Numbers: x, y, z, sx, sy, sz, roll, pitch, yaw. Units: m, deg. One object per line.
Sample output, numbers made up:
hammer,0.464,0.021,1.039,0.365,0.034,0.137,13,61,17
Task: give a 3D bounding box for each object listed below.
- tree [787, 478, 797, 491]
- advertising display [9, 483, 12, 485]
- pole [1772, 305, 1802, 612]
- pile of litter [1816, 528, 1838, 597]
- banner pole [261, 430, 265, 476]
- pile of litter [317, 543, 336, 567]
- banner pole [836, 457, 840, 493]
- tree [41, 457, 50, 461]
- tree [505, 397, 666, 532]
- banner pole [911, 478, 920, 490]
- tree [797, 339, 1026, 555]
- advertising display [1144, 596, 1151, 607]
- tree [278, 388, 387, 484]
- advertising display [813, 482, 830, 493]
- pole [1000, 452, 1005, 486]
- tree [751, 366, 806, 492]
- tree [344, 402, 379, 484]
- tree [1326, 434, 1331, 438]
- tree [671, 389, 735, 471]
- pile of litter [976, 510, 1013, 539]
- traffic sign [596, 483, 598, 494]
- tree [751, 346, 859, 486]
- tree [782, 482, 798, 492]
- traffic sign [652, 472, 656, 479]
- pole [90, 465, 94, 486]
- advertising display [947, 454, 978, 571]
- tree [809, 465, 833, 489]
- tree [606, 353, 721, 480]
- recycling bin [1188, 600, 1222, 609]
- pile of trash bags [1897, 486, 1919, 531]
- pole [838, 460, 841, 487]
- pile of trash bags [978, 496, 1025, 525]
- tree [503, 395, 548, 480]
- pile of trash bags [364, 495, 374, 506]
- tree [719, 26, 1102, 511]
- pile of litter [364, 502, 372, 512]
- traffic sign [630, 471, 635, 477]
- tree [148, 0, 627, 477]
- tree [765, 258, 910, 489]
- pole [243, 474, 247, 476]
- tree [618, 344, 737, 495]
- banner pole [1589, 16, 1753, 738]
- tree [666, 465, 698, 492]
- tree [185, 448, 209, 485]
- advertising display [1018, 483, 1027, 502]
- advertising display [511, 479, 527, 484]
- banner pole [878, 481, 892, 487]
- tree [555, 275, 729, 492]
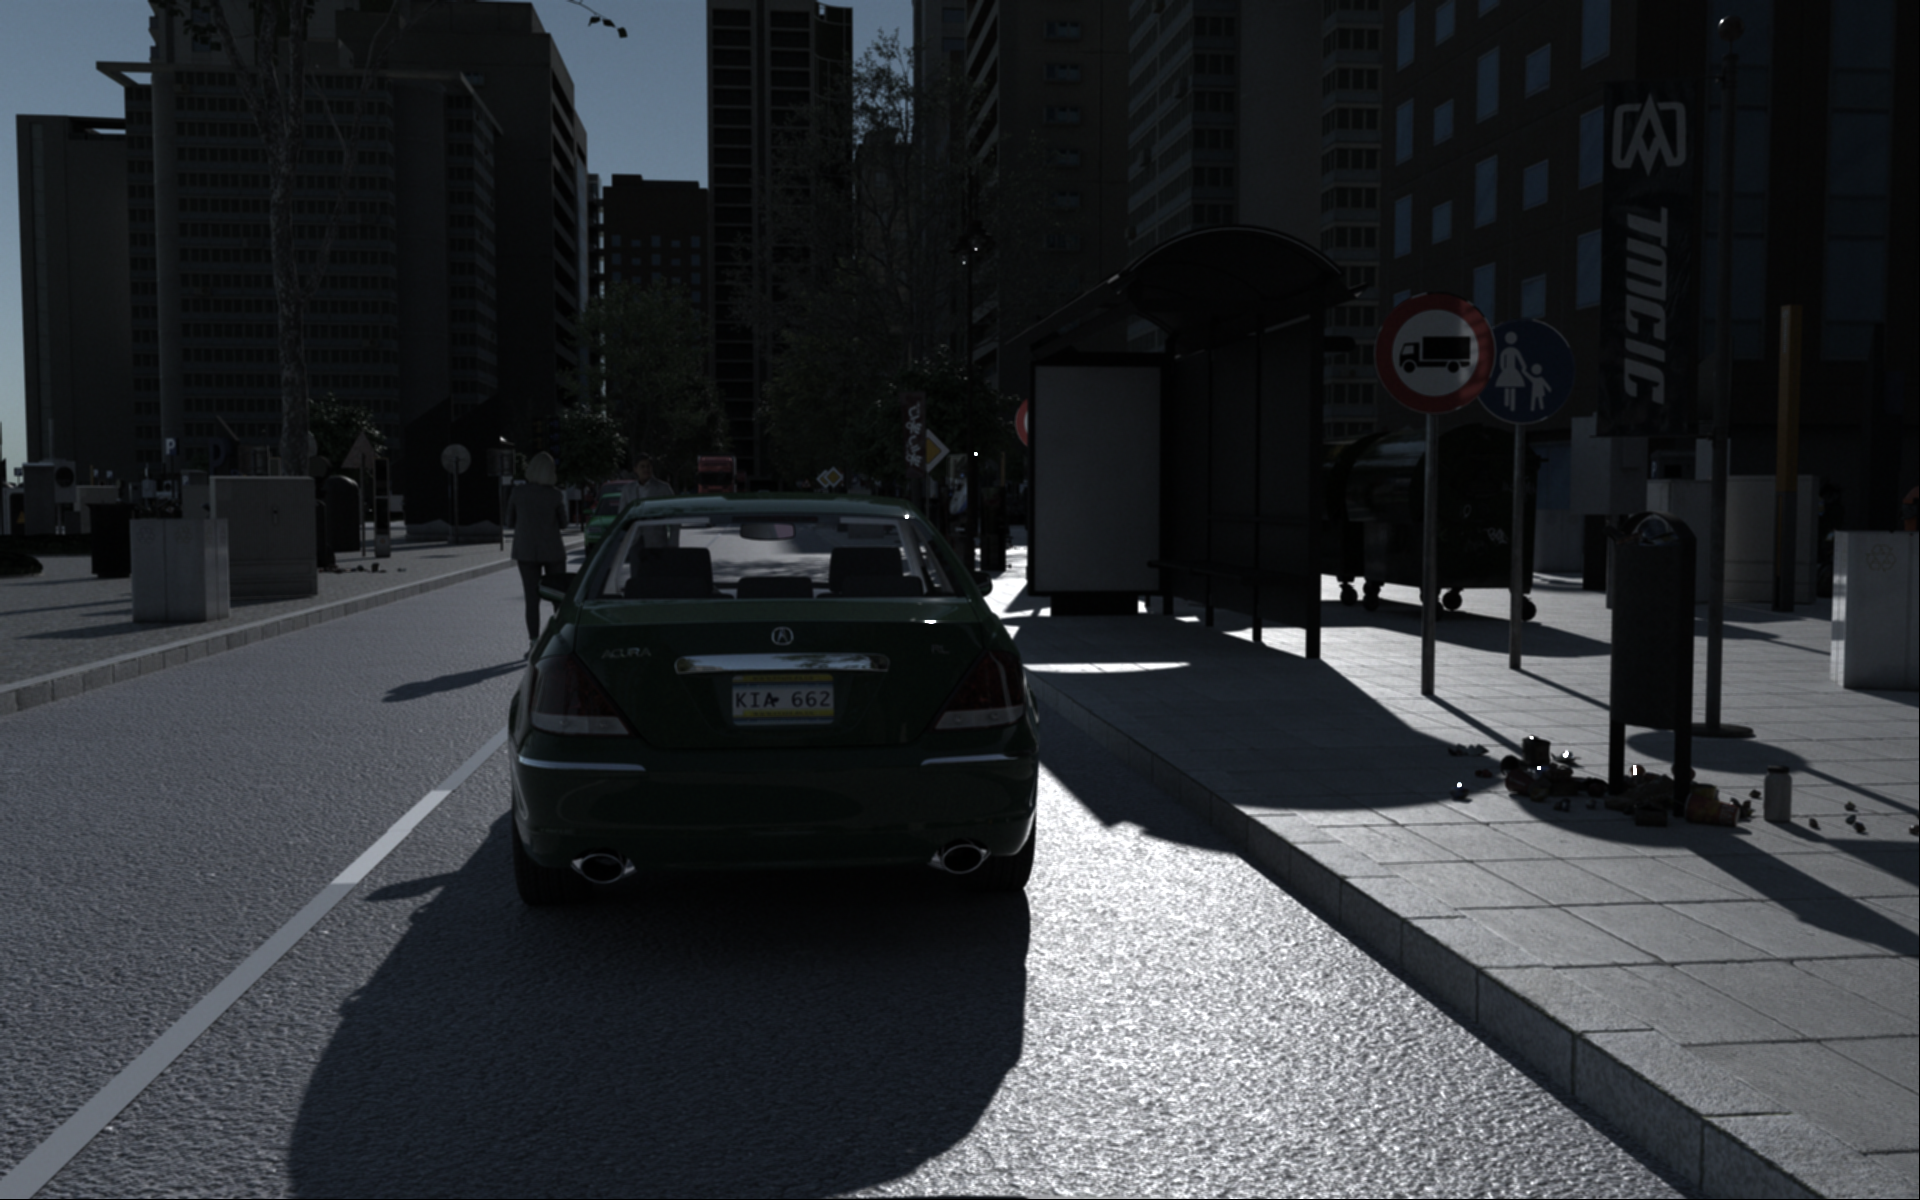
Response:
tree,-14.112,-10.407,153.874,4.285,4.588,4.351,0,3,0
advertising display,-54.689,-5.772,99.593,0.123,1.923,0.974,-3,5,-44
pole,8.981,-1.527,18.802,0.158,3.312,0.155,0,3,0
pile of litter,11.277,-0.470,21.654,1.719,0.858,1.176,-3,5,-43
banner pole,-27.353,-4.775,68.095,0.401,3.779,0.863,-1,4,-19
pile of litter,-11.636,-0.990,30.155,1.176,0.858,1.719,3,5,44
banner pole,-7.197,-6.863,102.230,0.401,3.779,0.863,1,4,14
tree,-42.613,-5.318,81.554,1.663,3.219,1.824,0,3,0
tree,-12.965,-4.604,58.982,4.285,4.588,4.351,0,3,0
banner pole,-3.111,-7.902,119.213,0.863,3.779,0.401,-2,4,-28
tree,-0.426,-3.242,36.725,4.285,4.588,4.351,0,3,0
advertising display,1.715,-0.889,19.752,0.974,1.923,0.123,0,4,5
tree,-19.492,-4.282,53.731,4.285,4.588,4.351,0,3,0
advertising display,-7.372,-5.332,92.399,0.974,1.923,0.123,2,4,26
pole,2.054,-5.479,83.429,0.158,3.312,0.155,0,3,0
tree,-14.670,-15.675,162.935,9.857,13.997,8.962,0,3,0
tree,-47.790,-11.428,137.215,4.737,8.622,4.395,0,3,0
tree,11.861,-3.739,55.733,1.663,3.219,1.824,0,3,0
tree,-25.239,-15.139,165.644,7.486,12.596,7.792,0,3,0
pile of litter,0.993,-2.207,50.046,1.176,0.858,1.719,1,4,10
traffic sign,-15.633,-4.562,74.698,0.768,2.556,0.104,0,4,-4
tree,-10.816,-13.005,129.641,9.611,12.733,9.660,0,3,0
tree,-16.849,-13.891,177.472,4.360,8.622,3.978,0,3,0
traffic sign,-16.247,-5.565,90.991,0.884,2.594,0.081,0,4,-5
pole,-60.355,-7.747,120.511,0.158,3.312,0.155,0,3,0
advertising display,0.039,-1.394,28.003,0.123,1.923,0.974,-2,4,-24
tree,-7.892,-6.376,98.841,1.663,3.219,1.824,0,3,0
tree,-18.628,-10.611,107.906,8.767,10.594,7.601,1,4,11
recycling bin,3.084,-0.440,19.754,0.722,1.027,0.722,-2,4,-27
pile of trash bags,10.416,-0.388,16.097,1.912,1.369,3.447,-2,4,-30
pole,-6.998,-6.538,100.744,0.158,3.312,0.155,0,3,0
pile of trash bags,2.646,-3.822,72.243,3.447,1.369,1.912,-1,4,-16
tree,-32.420,-10.915,128.822,4.360,8.622,3.978,0,3,0
pile of trash bags,-45.072,-7.515,132.616,1.912,1.369,3.447,1,4,20
tree,-1.195,-8.266,45.514,12.009,13.543,11.850,0,3,0
pile of litter,-33.083,-5.072,96.894,1.176,0.858,1.719,-3,5,-44
traffic sign,-17.852,-5.813,95.147,0.768,2.556,0.104,0,4,-3
tree,-9.653,-10.232,23.180,12.611,20.169,13.585,0,3,0
tree,-5.244,-10.082,82.964,7.486,12.596,7.792,0,3,0
pole,-36.499,-5.785,88.435,0.158,3.312,0.155,0,3,0
tree,-21.681,-13.106,131.294,9.611,12.733,9.660,0,3,0
banner pole,3.815,-1.175,9.234,0.863,3.779,0.401,1,4,12
tree,-24.380,-10.338,152.743,4.285,4.588,4.351,0,3,0
tree,-53.357,-8.522,123.051,4.285,4.588,4.351,0,3,0
advertising display,3.827,-5.803,100.087,0.974,1.923,0.123,-1,4,-21
advertising display,-19.025,-4.252,74.740,0.123,1.923,0.974,1,4,22
banner pole,-3.215,-5.007,71.889,0.863,3.779,0.401,1,4,20
tree,-15.461,-9.616,82.982,9.928,11.665,9.643,0,3,0
